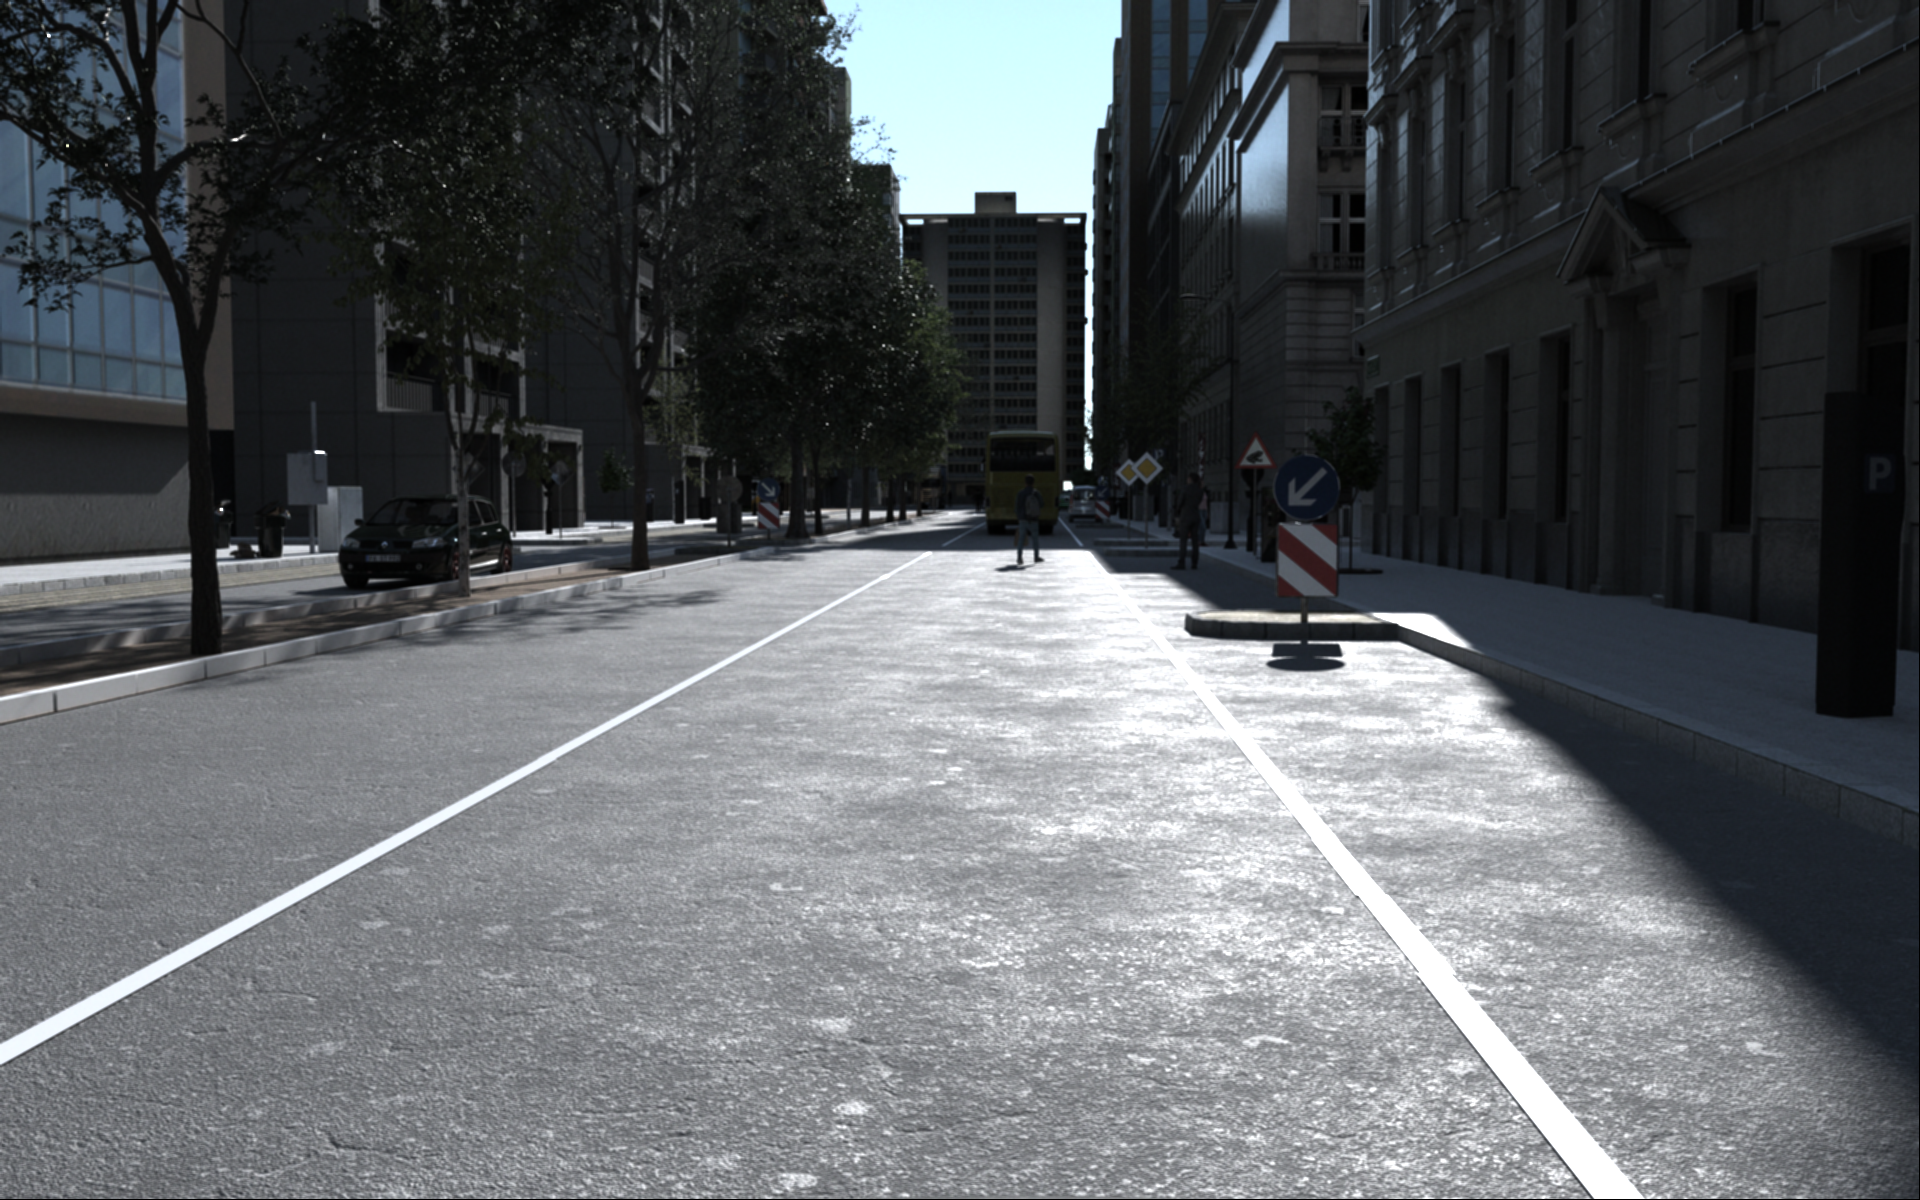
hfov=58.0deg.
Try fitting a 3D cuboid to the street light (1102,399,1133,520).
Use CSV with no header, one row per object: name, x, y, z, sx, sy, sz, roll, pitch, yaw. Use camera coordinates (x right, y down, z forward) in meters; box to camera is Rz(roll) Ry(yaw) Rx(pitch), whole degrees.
street light,7.860,-6.875,84.947,1.470,5.913,1.316,0,4,3

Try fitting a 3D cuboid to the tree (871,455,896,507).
tree,-7.567,-13.646,173.472,4.737,8.622,4.395,0,3,0

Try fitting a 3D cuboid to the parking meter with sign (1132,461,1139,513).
parking meter with sign,9.428,-5.939,93.370,0.543,3.016,1.738,1,4,8

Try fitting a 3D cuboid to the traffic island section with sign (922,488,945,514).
traffic island section with sign,-1.901,-7.087,124.008,2.006,1.907,1.989,0,4,3

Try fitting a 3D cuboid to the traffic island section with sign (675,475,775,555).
traffic island section with sign,-5.653,-2.043,41.548,2.006,1.907,1.989,0,4,3

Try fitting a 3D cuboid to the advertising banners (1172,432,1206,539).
advertising banners,6.586,-3.274,49.711,0.090,3.025,2.074,-1,4,-18

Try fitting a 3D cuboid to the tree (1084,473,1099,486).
tree,11.561,-9.387,148.079,1.663,3.219,1.824,0,3,0

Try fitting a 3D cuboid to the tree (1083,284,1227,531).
tree,7.067,-6.721,60.249,4.737,8.622,4.395,0,3,0

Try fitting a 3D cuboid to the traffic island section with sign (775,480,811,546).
traffic island section with sign,-5.307,-2.496,48.947,2.006,1.907,1.989,0,4,3

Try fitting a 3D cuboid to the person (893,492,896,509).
person,-5.881,-8.898,155.456,0.593,1.643,0.415,3,4,36

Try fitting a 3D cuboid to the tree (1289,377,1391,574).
tree,6.468,-2.058,28.250,1.663,3.219,1.824,0,3,0

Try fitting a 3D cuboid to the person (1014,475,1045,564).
person,1.364,-1.639,35.291,0.794,1.824,0.713,3,4,36

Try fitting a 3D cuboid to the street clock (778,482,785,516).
street clock,-10.695,-6.038,103.287,0.471,2.002,0.358,-3,4,-38

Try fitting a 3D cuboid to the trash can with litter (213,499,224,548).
trash can with litter,-17.661,-1.794,40.726,1.055,1.170,0.624,1,4,12

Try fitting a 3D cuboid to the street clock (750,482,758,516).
street clock,-12.082,-5.952,101.891,0.358,2.002,0.471,3,5,41

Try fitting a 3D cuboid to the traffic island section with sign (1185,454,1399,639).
traffic island section with sign,3.388,-0.577,18.066,1.989,1.847,2.006,0,4,3

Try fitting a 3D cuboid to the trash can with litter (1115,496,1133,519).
trash can with litter,8.508,-4.736,88.826,1.055,1.170,0.624,-3,5,-44

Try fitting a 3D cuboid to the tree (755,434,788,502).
tree,-11.805,-9.797,110.541,4.360,8.622,3.978,0,3,0

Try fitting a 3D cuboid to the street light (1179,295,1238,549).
street light,5.806,-4.155,40.483,1.470,5.913,1.316,0,4,3

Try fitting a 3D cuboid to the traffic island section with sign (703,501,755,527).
traffic island section with sign,-9.968,-4.063,75.062,1.989,1.847,2.006,0,4,3

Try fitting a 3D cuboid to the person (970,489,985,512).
person,1.434,-7.972,138.476,1.348,1.869,0.705,-2,4,-27

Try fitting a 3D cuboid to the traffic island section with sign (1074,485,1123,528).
traffic island section with sign,5.898,-3.962,73.402,1.989,1.847,2.006,0,4,3

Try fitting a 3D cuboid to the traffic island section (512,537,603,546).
traffic island section,-11.446,-1.669,49.569,2.009,0.180,2.903,0,4,3

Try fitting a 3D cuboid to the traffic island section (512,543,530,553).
traffic island section,-11.809,-1.181,41.592,2.009,0.180,2.903,0,4,3

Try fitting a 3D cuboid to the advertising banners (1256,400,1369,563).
advertising banners,6.600,-2.211,32.341,2.074,3.025,0.090,1,4,10

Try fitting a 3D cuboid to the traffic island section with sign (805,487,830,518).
traffic island section with sign,-8.719,-5.719,102.131,1.989,1.847,2.006,0,4,3

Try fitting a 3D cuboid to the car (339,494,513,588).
car,-8.481,-1.096,27.705,2.009,1.686,4.222,0,4,2

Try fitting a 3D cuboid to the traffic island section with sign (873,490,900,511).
traffic island section with sign,-6.487,-8.721,151.209,1.989,1.847,2.006,0,4,3

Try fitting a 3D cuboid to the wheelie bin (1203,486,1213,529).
wheelie bin,8.922,-3.435,64.063,0.693,1.594,0.980,-2,4,-29

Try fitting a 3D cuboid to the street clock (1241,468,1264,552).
street clock,6.509,-2.082,38.609,0.471,2.002,0.358,-1,4,-8

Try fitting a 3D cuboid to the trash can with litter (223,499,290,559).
trash can with litter,-14.006,-1.422,34.643,0.624,1.170,1.055,3,5,42

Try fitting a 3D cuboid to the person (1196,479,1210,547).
person,6.331,-2.261,45.469,0.388,1.821,0.555,2,4,33

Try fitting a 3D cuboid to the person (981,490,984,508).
person,2.234,-10.060,172.995,0.705,1.821,1.348,0,4,6

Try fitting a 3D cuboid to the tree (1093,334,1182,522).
tree,8.193,-7.844,78.610,4.360,8.622,3.978,0,3,0

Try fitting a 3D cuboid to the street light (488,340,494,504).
street light,-12.855,-4.700,49.389,1.470,5.913,1.316,0,4,3

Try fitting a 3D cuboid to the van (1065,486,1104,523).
van,6.369,-4.981,88.451,2.013,2.044,4.112,0,4,3

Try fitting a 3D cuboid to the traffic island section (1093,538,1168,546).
traffic island section,4.779,-1.624,48.829,2.009,0.180,2.903,0,4,3

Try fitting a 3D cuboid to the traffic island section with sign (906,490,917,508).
traffic island section with sign,-5.272,-10.368,178.137,1.989,1.847,2.006,0,4,3

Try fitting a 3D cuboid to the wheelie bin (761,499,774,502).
wheelie bin,-11.828,-6.008,106.135,0.980,1.594,0.693,2,4,24

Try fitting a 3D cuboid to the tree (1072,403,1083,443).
tree,9.343,-9.678,108.598,4.737,8.622,4.395,0,3,0

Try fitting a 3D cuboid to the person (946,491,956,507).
person,-1.036,-10.890,186.557,1.348,1.822,0.705,2,4,25

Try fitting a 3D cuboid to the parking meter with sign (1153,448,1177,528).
parking meter with sign,8.094,-4.328,67.029,0.543,3.016,1.738,2,4,32

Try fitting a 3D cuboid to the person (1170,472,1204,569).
person,4.326,-1.515,33.077,0.655,1.846,0.447,-2,4,-28

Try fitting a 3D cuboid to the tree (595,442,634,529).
tree,-12.949,-4.262,64.279,1.663,3.219,1.824,0,3,0

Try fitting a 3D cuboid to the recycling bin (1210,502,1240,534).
recycling bin,8.551,-2.652,55.922,0.722,1.027,0.722,-2,4,-24

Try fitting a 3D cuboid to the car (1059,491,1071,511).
car,9.001,-8.342,145.195,1.959,1.807,4.718,0,4,3

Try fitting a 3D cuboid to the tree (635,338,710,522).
tree,-13.072,-7.875,79.117,4.360,8.622,3.978,0,3,0

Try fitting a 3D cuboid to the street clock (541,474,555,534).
street clock,-13.128,-3.102,55.284,0.471,2.002,0.358,-1,4,-19

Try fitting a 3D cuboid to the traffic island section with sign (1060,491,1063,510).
traffic island section with sign,10.671,-10.377,178.289,1.989,1.847,2.006,0,4,3

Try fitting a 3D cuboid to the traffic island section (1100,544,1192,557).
traffic island section,4.416,-1.136,40.852,2.009,0.180,2.903,0,4,3

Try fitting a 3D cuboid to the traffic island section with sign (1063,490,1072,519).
traffic island section with sign,7.165,-5.654,101.067,1.989,1.847,2.006,0,4,3

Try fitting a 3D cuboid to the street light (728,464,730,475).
street light,-11.117,-7.022,87.354,1.470,5.913,1.316,0,4,3

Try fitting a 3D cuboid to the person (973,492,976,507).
person,1.726,-11.191,192.938,0.593,1.643,0.415,-1,4,-9

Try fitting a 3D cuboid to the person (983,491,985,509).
person,2.402,-9.632,166.653,0.621,1.740,0.551,-2,4,-25

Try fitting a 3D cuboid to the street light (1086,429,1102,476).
street light,9.578,-9.227,123.403,1.470,5.913,1.316,0,4,3

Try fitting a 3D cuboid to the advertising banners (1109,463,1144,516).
advertising banners,9.585,-6.224,97.947,2.074,3.025,0.090,1,4,18
